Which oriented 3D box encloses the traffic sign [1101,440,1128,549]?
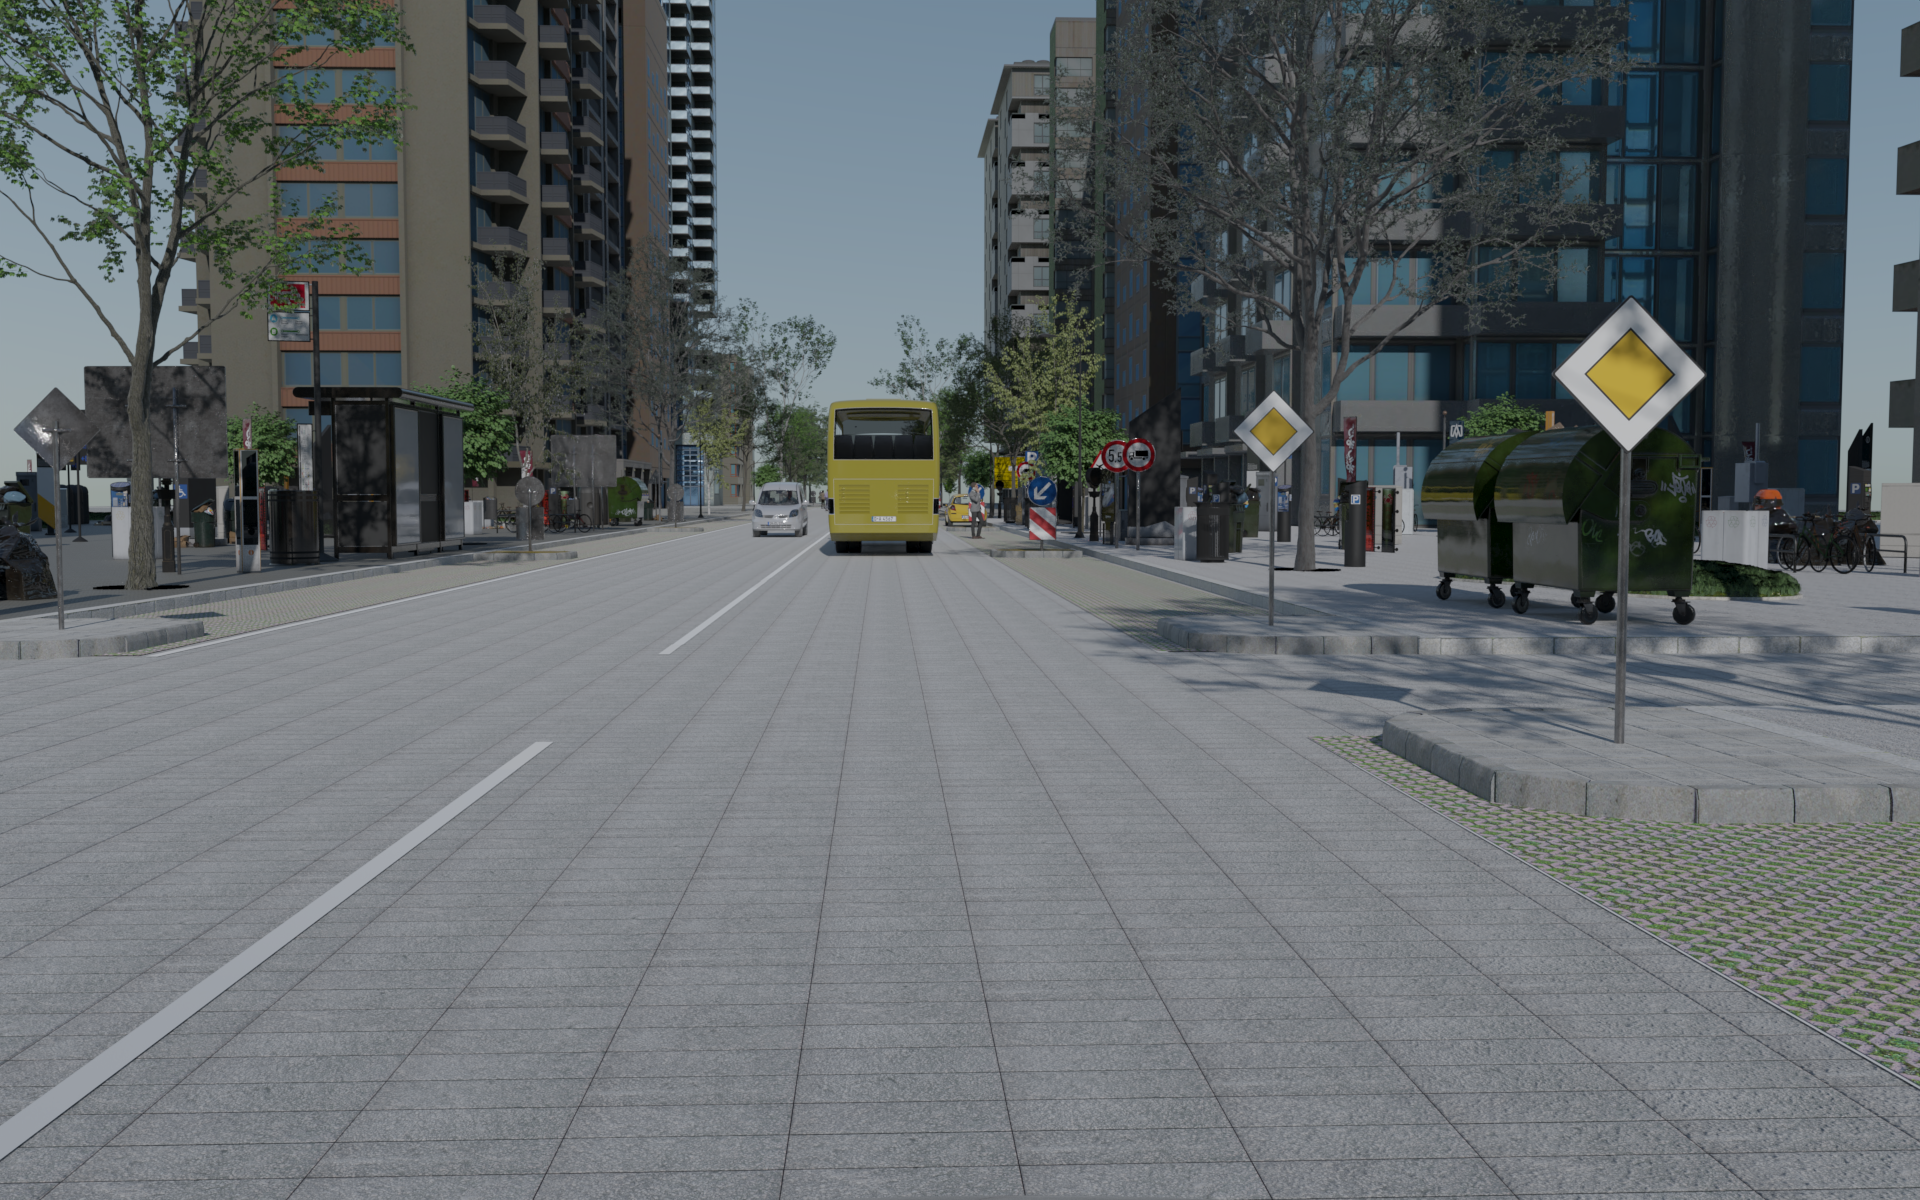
[{"bbox_3d":[3.698,-2.486,40.759,0.768,2.556,0.104,0,4,6],"label":"traffic sign"}]

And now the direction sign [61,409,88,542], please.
[{"bbox_3d":[-23.677,-3.333,46.498,0.876,3.537,0.379,1,4,16],"label":"direction sign"}]

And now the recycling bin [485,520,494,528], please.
[{"bbox_3d":[-18.312,-3.280,66.182,0.722,1.027,0.722,3,4,38],"label":"recycling bin"}]

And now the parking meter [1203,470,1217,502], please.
[{"bbox_3d":[6.093,-2.233,42.226,0.255,1.863,0.399,-1,4,-13],"label":"parking meter"}]

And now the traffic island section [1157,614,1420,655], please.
[{"bbox_3d":[3.054,0.329,16.908,2.009,0.180,2.903,0,4,-3],"label":"traffic island section"}]

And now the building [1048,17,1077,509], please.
[{"bbox_3d":[14.692,-28.710,153.005,14.154,41.232,14.086,0,4,-3],"label":"building"}]

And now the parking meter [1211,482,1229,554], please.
[{"bbox_3d":[5.457,-1.709,36.353,0.372,1.533,0.369,0,3,0],"label":"parking meter"}]

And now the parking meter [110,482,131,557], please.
[{"bbox_3d":[-17.076,-1.642,35.261,0.372,1.533,0.369,0,3,0],"label":"parking meter"}]

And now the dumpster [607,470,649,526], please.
[{"bbox_3d":[-13.350,-4.088,69.326,1.502,2.255,1.985,0,4,-2],"label":"dumpster"}]

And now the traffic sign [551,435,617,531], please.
[{"bbox_3d":[-12.964,-4.025,59.677,2.265,3.308,0.079,0,4,2],"label":"traffic sign"}]

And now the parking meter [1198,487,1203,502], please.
[{"bbox_3d":[8.530,-3.275,61.955,0.372,1.533,0.369,0,3,0],"label":"parking meter"}]

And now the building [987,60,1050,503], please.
[{"bbox_3d":[18.820,-37.945,209.642,28.713,52.752,27.495,0,4,-3],"label":"building"}]

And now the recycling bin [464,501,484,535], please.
[{"bbox_3d":[-15.532,-2.569,54.559,0.722,1.027,0.722,1,4,9],"label":"recycling bin"}]

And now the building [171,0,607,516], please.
[{"bbox_3d":[-33.773,-27.500,104.242,22.147,44.769,28.867,0,4,-3],"label":"building"}]

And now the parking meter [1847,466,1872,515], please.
[{"bbox_3d":[18.840,-1.870,36.287,0.255,1.863,0.399,-2,4,-30],"label":"parking meter"}]

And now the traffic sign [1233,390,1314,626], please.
[{"bbox_3d":[3.031,-0.807,16.830,0.795,2.450,0.064,0,4,-3],"label":"traffic sign"}]

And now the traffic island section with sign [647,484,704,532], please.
[{"bbox_3d":[-10.761,-3.488,65.652,1.989,1.847,2.006,0,4,-3],"label":"traffic island section with sign"}]

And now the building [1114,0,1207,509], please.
[{"bbox_3d":[16.804,-27.524,100.128,14.600,45.320,14.200,0,4,-3],"label":"building"}]

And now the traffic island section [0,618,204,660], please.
[{"bbox_3d":[-8.525,0.360,16.393,2.009,0.180,2.903,0,4,-3],"label":"traffic island section"}]

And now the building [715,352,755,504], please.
[{"bbox_3d":[-41.911,-23.387,227.422,27.650,21.520,28.899,0,4,-3],"label":"building"}]

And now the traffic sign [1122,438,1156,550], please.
[{"bbox_3d":[4.049,-2.400,39.349,0.768,2.556,0.104,0,4,-2],"label":"traffic sign"}]

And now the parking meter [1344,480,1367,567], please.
[{"bbox_3d":[6.962,-1.350,30.489,0.372,1.533,0.369,0,3,0],"label":"parking meter"}]

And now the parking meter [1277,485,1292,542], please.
[{"bbox_3d":[8.658,-2.314,46.248,0.372,1.533,0.369,0,3,0],"label":"parking meter"}]

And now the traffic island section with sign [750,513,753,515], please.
[{"bbox_3d":[-13.045,-6.589,116.352,1.989,1.847,2.006,0,4,-3],"label":"traffic island section with sign"}]

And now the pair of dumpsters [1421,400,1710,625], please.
[{"bbox_3d":[6.477,-1.005,18.923,1.574,2.255,4.437,0,4,-2],"label":"pair of dumpsters"}]

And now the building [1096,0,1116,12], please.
[{"bbox_3d":[15.720,-26.362,114.612,14.154,41.232,14.086,0,4,-3],"label":"building"}]

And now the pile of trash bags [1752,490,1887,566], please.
[{"bbox_3d":[15.790,-1.395,32.561,1.912,1.369,3.447,0,4,0],"label":"pile of trash bags"}]

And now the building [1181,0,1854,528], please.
[{"bbox_3d":[22.752,-27.942,76.461,23.786,49.044,30.456,0,4,-3],"label":"building"}]

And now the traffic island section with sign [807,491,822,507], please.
[{"bbox_3d":[-16.748,-11.615,198.540,1.989,1.847,2.006,0,4,-3],"label":"traffic island section with sign"}]

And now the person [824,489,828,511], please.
[{"bbox_3d":[-10.933,-8.308,144.200,0.599,1.838,0.709,-3,5,-43],"label":"person"}]

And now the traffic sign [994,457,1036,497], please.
[{"bbox_3d":[2.922,-6.029,92.448,2.265,3.308,0.079,0,3,0],"label":"traffic sign"}]

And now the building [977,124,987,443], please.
[{"bbox_3d":[17.444,-39.680,238.006,28.713,52.752,27.495,0,4,-3],"label":"building"}]

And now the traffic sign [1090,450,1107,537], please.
[{"bbox_3d":[4.181,-3.153,51.556,0.884,2.594,0.081,0,4,0],"label":"traffic sign"}]

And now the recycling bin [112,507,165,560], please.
[{"bbox_3d":[-16.137,-1.314,34.045,0.722,1.027,0.722,0,4,3],"label":"recycling bin"}]

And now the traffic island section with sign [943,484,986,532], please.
[{"bbox_3d":[0.483,-3.552,66.699,1.989,1.847,2.006,0,4,-3],"label":"traffic island section with sign"}]

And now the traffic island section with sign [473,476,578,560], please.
[{"bbox_3d":[-9.505,-1.803,38.099,1.989,1.847,2.006,0,4,-3],"label":"traffic island section with sign"}]

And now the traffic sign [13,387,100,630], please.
[{"bbox_3d":[-8.502,-0.776,16.332,0.795,2.450,0.064,0,4,-3],"label":"traffic sign"}]

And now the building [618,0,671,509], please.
[{"bbox_3d":[-32.472,-30.378,146.792,14.600,45.320,14.200,0,4,-3],"label":"building"}]

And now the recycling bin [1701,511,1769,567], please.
[{"bbox_3d":[11.697,-0.832,26.157,0.722,1.027,0.722,-3,5,-39],"label":"recycling bin"}]

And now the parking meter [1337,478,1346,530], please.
[{"bbox_3d":[13.650,-3.421,61.638,0.399,1.863,0.255,2,4,31],"label":"parking meter"}]

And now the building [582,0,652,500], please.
[{"bbox_3d":[-34.092,-42.216,128.487,20.563,71.187,20.611,0,4,-3],"label":"building"}]

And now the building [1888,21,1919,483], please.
[{"bbox_3d":[32.206,-25.089,33.912,21.600,48.544,21.300,0,4,-3],"label":"building"}]

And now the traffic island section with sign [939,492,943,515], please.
[{"bbox_3d":[-1.763,-6.601,116.551,1.989,1.847,2.006,0,4,-3],"label":"traffic island section with sign"}]

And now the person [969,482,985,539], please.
[{"bbox_3d":[0.537,-2.834,55.017,0.473,1.802,0.592,3,5,39],"label":"person"}]

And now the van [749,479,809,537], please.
[{"bbox_3d":[-6.090,-3.168,58.800,2.013,2.044,4.112,0,4,-1],"label":"van"}]

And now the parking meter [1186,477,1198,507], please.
[{"bbox_3d":[7.725,-3.182,57.730,0.399,1.863,0.255,0,4,5],"label":"parking meter"}]

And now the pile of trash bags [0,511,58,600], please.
[{"bbox_3d":[-12.343,-0.626,19.986,1.912,1.369,3.447,1,4,16],"label":"pile of trash bags"}]

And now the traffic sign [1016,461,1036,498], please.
[{"bbox_3d":[2.585,-4.136,67.729,0.768,2.556,0.104,0,4,3],"label":"traffic sign"}]

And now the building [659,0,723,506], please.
[{"bbox_3d":[-37.873,-53.994,195.471,22.319,86.520,31.000,0,4,-3],"label":"building"}]

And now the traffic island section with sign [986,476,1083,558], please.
[{"bbox_3d":[1.703,-1.892,39.559,1.989,1.847,2.006,0,4,-3],"label":"traffic island section with sign"}]

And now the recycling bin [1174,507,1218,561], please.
[{"bbox_3d":[4.600,-1.291,33.663,0.722,1.027,0.722,0,4,-8],"label":"recycling bin"}]

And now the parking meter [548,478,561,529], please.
[{"bbox_3d":[-14.815,-3.524,63.327,0.399,1.863,0.255,1,4,10],"label":"parking meter"}]

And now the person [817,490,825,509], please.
[{"bbox_3d":[-13.243,-9.739,167.742,1.348,1.823,0.705,2,4,23],"label":"person"}]

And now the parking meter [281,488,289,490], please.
[{"bbox_3d":[-27.617,-3.825,70.955,0.372,1.533,0.369,0,3,0],"label":"parking meter"}]

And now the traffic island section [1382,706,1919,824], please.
[{"bbox_3d":[3.414,0.816,8.931,2.009,0.180,2.903,0,4,-3],"label":"traffic island section"}]
